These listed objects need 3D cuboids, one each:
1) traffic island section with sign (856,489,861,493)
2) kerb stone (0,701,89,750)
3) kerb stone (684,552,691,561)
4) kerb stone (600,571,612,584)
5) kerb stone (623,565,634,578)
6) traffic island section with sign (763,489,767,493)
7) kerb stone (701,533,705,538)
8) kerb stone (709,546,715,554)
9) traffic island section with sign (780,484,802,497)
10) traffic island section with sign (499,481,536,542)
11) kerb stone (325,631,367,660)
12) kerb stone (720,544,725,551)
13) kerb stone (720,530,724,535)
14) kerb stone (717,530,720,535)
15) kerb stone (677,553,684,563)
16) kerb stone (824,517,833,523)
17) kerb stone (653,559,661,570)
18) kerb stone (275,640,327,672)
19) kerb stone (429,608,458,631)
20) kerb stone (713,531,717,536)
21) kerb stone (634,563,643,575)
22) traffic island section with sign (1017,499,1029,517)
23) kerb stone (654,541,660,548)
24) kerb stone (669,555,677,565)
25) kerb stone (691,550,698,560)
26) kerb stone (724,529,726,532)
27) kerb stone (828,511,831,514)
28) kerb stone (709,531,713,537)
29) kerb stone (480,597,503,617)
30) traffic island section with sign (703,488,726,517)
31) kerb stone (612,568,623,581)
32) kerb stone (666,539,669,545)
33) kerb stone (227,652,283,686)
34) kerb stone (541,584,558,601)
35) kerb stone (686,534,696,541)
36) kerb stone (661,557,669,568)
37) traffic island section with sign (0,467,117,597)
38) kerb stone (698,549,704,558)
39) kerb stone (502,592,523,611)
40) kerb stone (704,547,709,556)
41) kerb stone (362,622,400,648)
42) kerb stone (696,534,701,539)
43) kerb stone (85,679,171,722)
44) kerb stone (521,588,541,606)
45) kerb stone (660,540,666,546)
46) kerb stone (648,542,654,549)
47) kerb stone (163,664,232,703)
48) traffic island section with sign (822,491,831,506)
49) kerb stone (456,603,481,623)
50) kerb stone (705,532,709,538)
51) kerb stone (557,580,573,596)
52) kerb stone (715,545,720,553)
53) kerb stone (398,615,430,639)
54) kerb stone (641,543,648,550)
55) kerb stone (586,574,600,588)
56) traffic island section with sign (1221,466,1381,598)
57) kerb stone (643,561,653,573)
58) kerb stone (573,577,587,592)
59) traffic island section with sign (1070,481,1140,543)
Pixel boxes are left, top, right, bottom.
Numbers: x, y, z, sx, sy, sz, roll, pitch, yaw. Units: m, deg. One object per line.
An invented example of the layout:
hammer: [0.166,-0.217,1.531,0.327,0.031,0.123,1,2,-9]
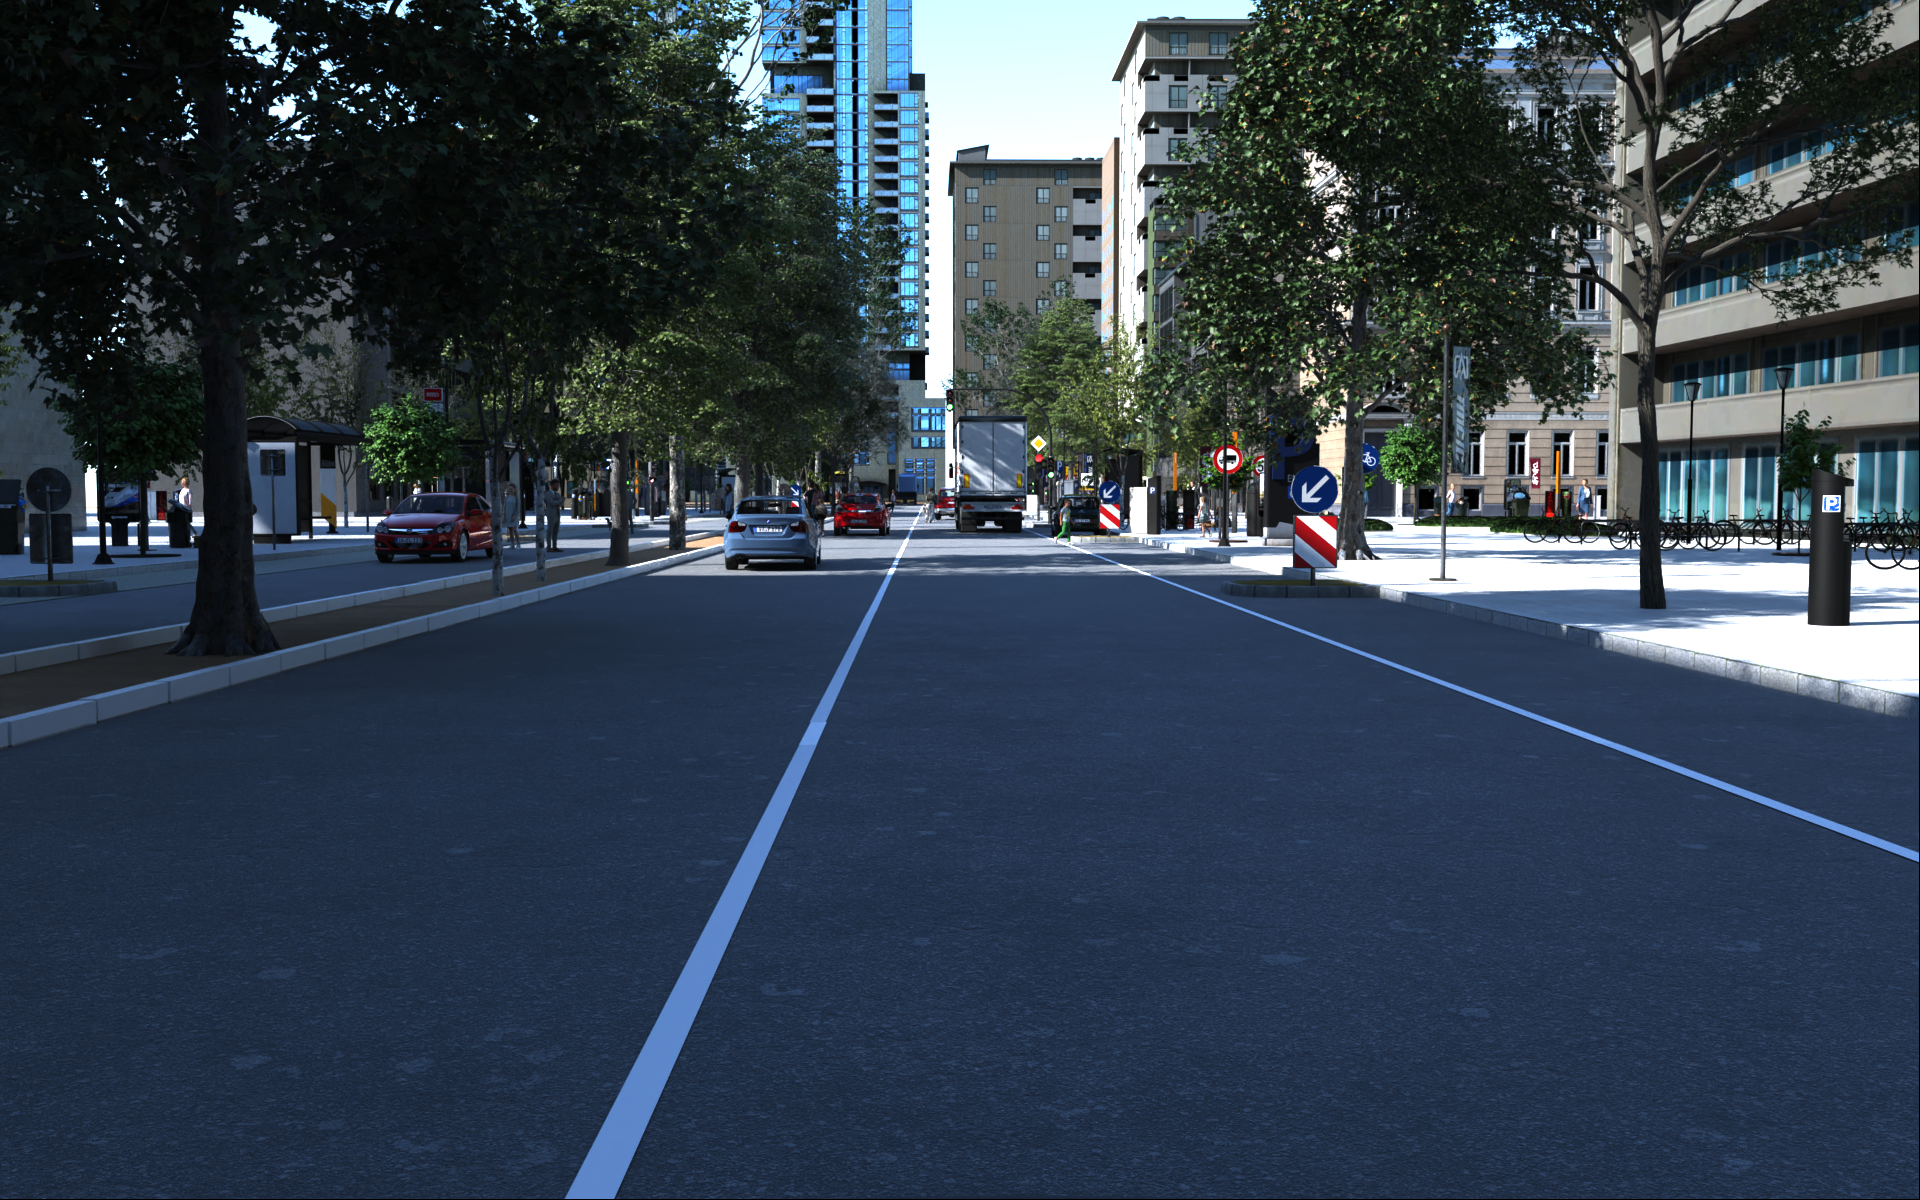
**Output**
traffic island section with sign: [-9.136,-9.125,157.331,2.006,1.907,1.989,0,4,-1]
kerb stone: [-5.445,0.733,10.316,0.120,0.150,1.000,0,4,-1]
kerb stone: [-5.930,-0.903,36.981,0.120,0.150,1.000,0,4,-1]
kerb stone: [-5.765,-0.335,27.733,0.120,0.150,1.000,0,4,-1]
kerb stone: [-5.796,-0.464,29.786,0.120,0.150,1.000,0,4,-1]
traffic island section with sign: [-15.283,-7.683,134.239,1.989,1.847,2.006,0,4,-1]
kerb stone: [-8.364,-2.030,55.380,0.120,0.150,1.000,0,4,-1]
kerb stone: [-6.003,-1.150,41.071,0.120,0.150,1.000,0,4,-1]
traffic island section with sign: [-7.778,-4.530,82.205,2.006,1.907,1.989,0,4,-1]
traffic island section with sign: [-13.812,-2.686,52.549,1.989,1.847,2.006,0,4,-1]
kerb stone: [-5.544,0.412,15.458,0.120,0.150,1.000,0,4,-1]
kerb stone: [-6.044,-1.280,43.129,0.120,0.150,1.000,0,4,-1]
kerb stone: [-8.453,-2.343,60.507,0.120,0.150,1.000,0,4,-1]
kerb stone: [-8.433,-2.280,59.480,0.120,0.150,1.000,0,4,-1]
kerb stone: [-5.905,-0.841,35.944,0.120,0.150,1.000,0,4,-1]
kerb stone: [-6.893,-4.194,90.771,0.120,0.150,1.000,0,4,-1]
kerb stone: [-5.855,-0.652,32.857,0.120,0.150,1.000,0,4,-1]
kerb stone: [-5.528,0.476,14.427,0.120,0.150,1.000,0,4,-1]
kerb stone: [-5.598,0.225,18.523,0.120,0.150,1.000,0,4,-1]
kerb stone: [-8.423,-2.217,58.451,0.120,0.150,1.000,0,4,-1]
kerb stone: [-5.822,-0.527,30.813,0.120,0.150,1.000,0,4,-1]
traffic island section with sign: [3.305,-6.091,108.212,1.989,1.847,2.006,0,4,-1]
kerb stone: [-8.187,-1.465,46.146,0.120,0.150,1.000,0,4,-1]
kerb stone: [-5.891,-0.776,34.921,0.120,0.150,1.000,0,4,-1]
kerb stone: [-5.940,-0.961,38.003,0.120,0.150,1.000,0,4,-1]
kerb stone: [-8.468,-2.402,61.529,0.120,0.150,1.000,0,4,-1]
kerb stone: [-9.727,-6.701,131.762,0.120,0.150,1.000,0,4,-1]
kerb stone: [-8.401,-2.154,57.427,0.120,0.150,1.000,0,4,-1]
kerb stone: [-5.637,0.104,20.567,0.120,0.150,1.000,0,4,-1]
traffic island section with sign: [-14.794,-6.019,107.045,1.989,1.847,2.006,0,4,-1]
kerb stone: [-5.781,-0.402,28.762,0.120,0.150,1.000,0,4,-1]
kerb stone: [-8.229,-1.591,48.200,0.120,0.150,1.000,0,4,-1]
kerb stone: [-5.506,0.541,13.406,0.120,0.150,1.000,0,4,-1]
kerb stone: [-5.686,-0.088,23.632,0.120,0.150,1.000,0,4,-1]
kerb stone: [-8.329,-1.901,53.335,0.120,0.150,1.000,0,4,-1]
kerb stone: [-5.874,-0.710,33.894,0.120,0.150,1.000,0,4,-1]
traffic island section with sign: [-13.318,-0.991,24.827,1.989,1.847,2.006,0,4,-1]
kerb stone: [-5.963,-1.029,39.027,0.120,0.150,1.000,0,4,-1]
kerb stone: [-5.656,0.037,21.588,0.120,0.150,1.000,0,4,-1]
kerb stone: [-5.986,-1.091,40.049,0.120,0.150,1.000,0,4,-1]
kerb stone: [-5.565,0.350,16.479,0.120,0.150,1.000,0,4,-1]
kerb stone: [-8.341,-1.967,54.356,0.120,0.150,1.000,0,4,-1]
kerb stone: [-5.472,0.665,11.356,0.120,0.150,1.000,0,4,-1]
kerb stone: [-5.674,-0.025,22.610,0.120,0.150,1.000,0,4,-1]
kerb stone: [-8.207,-1.526,47.169,0.120,0.150,1.000,0,4,-1]
kerb stone: [-8.175,-1.402,45.118,0.120,0.150,1.000,0,4,-1]
kerb stone: [-5.487,0.600,12.384,0.120,0.150,1.000,0,4,-1]
traffic island section with sign: [-16.664,-12.391,211.221,1.989,1.847,2.006,0,4,-1]
kerb stone: [-5.621,0.162,19.545,0.120,0.150,1.000,0,4,-1]
kerb stone: [-8.380,-2.092,56.402,0.120,0.150,1.000,0,4,-1]
kerb stone: [-5.716,-0.151,24.661,0.120,0.150,1.000,0,4,-1]
kerb stone: [-6.019,-1.218,42.107,0.120,0.150,1.000,0,4,-1]
kerb stone: [-5.584,0.287,17.501,0.120,0.150,1.000,0,4,-1]
kerb stone: [-8.158,-1.339,44.096,0.120,0.150,1.000,0,4,-1]
kerb stone: [-5.748,-0.276,26.711,0.120,0.150,1.000,0,4,-1]
traffic island section with sign: [4.812,-0.992,24.848,1.989,1.847,2.006,0,4,-1]
kerb stone: [-5.839,-0.590,31.835,0.120,0.150,1.000,0,4,-1]
kerb stone: [-5.732,-0.212,25.690,0.120,0.150,1.000,0,4,-1]
traffic island section with sign: [4.317,-2.662,52.145,1.989,1.847,2.006,0,4,-1]
